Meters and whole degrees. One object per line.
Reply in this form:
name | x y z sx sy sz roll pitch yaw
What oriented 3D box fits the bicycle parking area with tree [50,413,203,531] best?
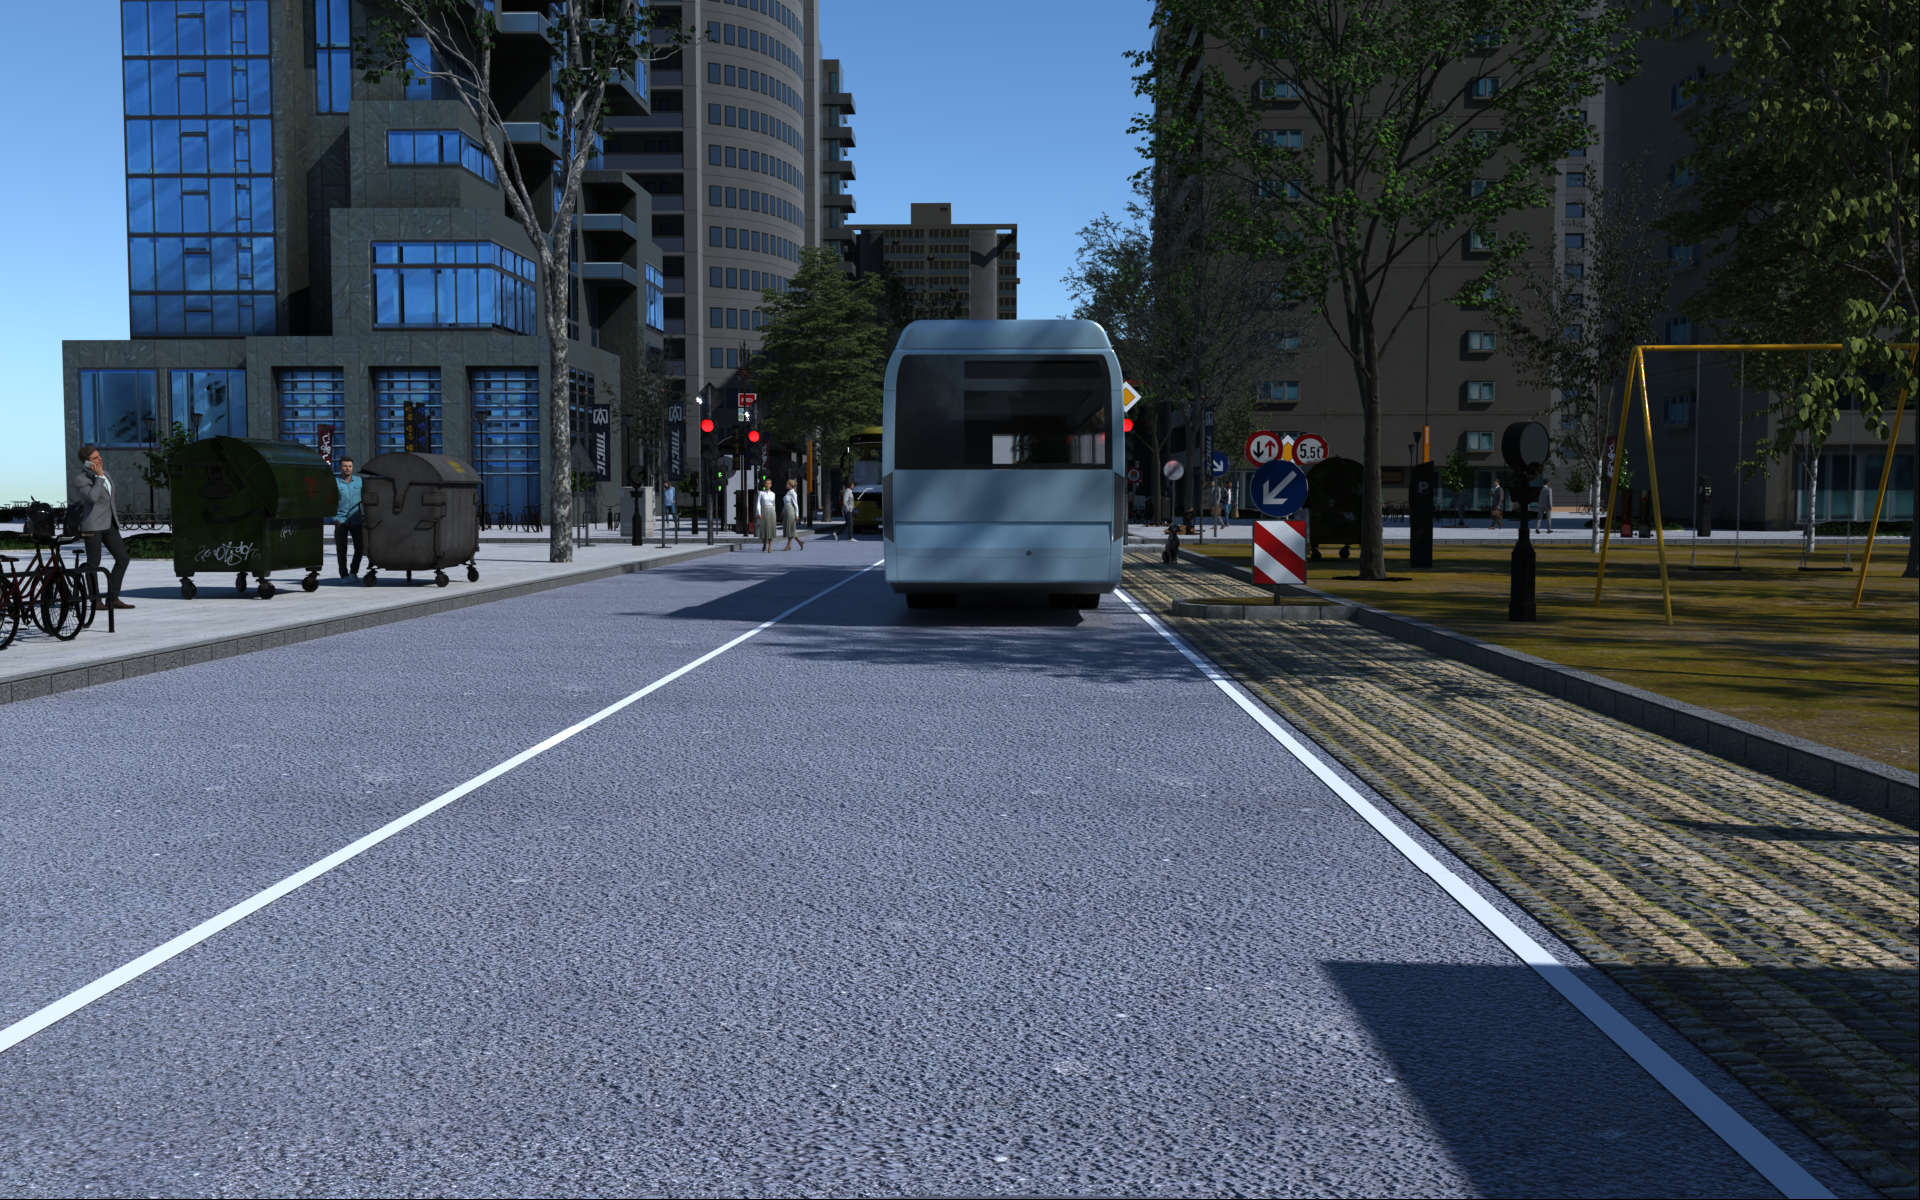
bicycle parking area with tree | -28.728 -4.690 63.677 9.016 4.147 8.231 -2 4 -29

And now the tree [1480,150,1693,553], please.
tree | 13.699 -5.333 37.554 4.360 8.622 3.978 0 3 0

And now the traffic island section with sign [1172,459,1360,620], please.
traffic island section with sign | 3.551 -0.728 20.529 1.989 1.847 2.006 0 4 2

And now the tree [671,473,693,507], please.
tree | -18.487 -7.451 116.421 1.663 3.219 1.824 0 3 0

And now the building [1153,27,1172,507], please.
building | 24.332 -28.853 155.339 14.154 41.232 14.086 0 4 2

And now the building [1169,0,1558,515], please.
building | 25.613 -30.006 114.306 21.300 48.544 21.600 0 4 2

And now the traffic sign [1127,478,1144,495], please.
traffic sign | 8.404 -5.088 83.196 0.884 2.594 0.081 0 4 4

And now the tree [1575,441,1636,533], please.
tree | 21.804 -3.840 57.388 1.663 3.219 1.824 0 3 0

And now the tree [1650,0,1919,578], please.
tree | 14.805 -6.635 26.604 7.486 12.596 7.792 0 3 0

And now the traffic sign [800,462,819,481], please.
traffic sign | -5.906 -4.134 67.695 0.768 2.556 0.104 0 4 7

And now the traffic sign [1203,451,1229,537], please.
traffic sign | 7.579 -3.134 51.339 0.768 2.556 0.104 1 4 11

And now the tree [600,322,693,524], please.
tree | -13.092 -7.530 73.474 4.360 8.622 3.978 0 3 0

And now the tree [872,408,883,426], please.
tree | -5.209 -10.011 114.044 4.360 8.622 3.978 0 3 0

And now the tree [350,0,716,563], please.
tree | -8.832 -10.808 32.600 12.611 20.169 13.585 0 3 0

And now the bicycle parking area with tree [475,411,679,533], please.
bicycle parking area with tree | -14.275 -4.544 61.300 8.231 4.147 9.016 -1 4 -13

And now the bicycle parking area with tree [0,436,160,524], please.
bicycle parking area with tree | -47.247 -6.137 87.337 8.231 4.147 9.016 1 4 20

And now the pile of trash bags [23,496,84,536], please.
pile of trash bags | -28.103 -2.618 52.563 3.447 1.369 1.912 -1 4 -17

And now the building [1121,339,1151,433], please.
building | 22.434 -23.624 231.293 28.899 21.520 27.650 0 4 2

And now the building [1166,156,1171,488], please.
building | 23.779 -22.623 141.594 14.160 30.474 14.107 0 4 2

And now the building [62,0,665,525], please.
building | -26.882 -47.169 83.886 22.319 86.520 31.000 0 4 2

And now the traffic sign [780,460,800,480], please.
traffic sign | -6.423 -3.986 65.271 0.768 2.556 0.104 0 4 4

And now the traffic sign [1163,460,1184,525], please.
traffic sign | 8.027 -3.978 65.139 0.768 2.556 0.104 1 4 8

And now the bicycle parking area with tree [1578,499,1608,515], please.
bicycle parking area with tree | 42.177 -7.164 104.135 9.016 4.147 8.231 1 4 16

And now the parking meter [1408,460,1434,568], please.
parking meter | 8.033 -1.497 30.195 0.399 1.863 0.255 0 4 7

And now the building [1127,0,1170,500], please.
building | 28.250 -52.825 176.362 22.319 86.520 31.000 0 4 2

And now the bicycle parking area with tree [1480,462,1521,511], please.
bicycle parking area with tree | 28.585 -6.871 99.341 8.231 4.147 9.016 2 4 35

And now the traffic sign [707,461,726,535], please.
traffic sign | -7.638 -3.195 54.373 0.606 2.300 0.079 0 4 7

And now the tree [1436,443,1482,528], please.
tree | 18.905 -4.339 65.542 1.663 3.219 1.824 0 3 0

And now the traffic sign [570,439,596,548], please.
traffic sign | -9.008 -2.499 40.868 0.884 2.594 0.081 0 4 8

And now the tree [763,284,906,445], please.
tree | -5.896 -11.613 100.242 12.009 13.543 11.850 0 3 0

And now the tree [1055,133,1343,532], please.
tree | 7.891 -9.078 58.788 12.009 13.543 11.850 0 3 0

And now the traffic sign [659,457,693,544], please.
traffic sign | -7.286 -2.716 44.416 0.884 2.594 0.081 1 4 9

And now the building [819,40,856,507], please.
building | -26.505 -34.397 181.996 30.456 49.044 23.786 0 4 2

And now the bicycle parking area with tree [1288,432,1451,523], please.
bicycle parking area with tree | 18.471 -5.690 80.028 8.231 4.147 9.016 1 4 16

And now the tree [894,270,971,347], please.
tree | -4.386 -17.250 137.933 12.611 20.169 13.585 0 3 0

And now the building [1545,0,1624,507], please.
building | 69.311 -39.067 180.750 28.212 58.520 21.231 0 4 2

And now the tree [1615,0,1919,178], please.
tree | 6.404 -3.730 11.353 4.737 8.622 4.395 0 3 0

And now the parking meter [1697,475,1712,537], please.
parking meter | 22.387 -2.835 52.058 0.255 1.863 0.399 0 4 -5

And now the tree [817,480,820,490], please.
tree | -10.758 -7.863 123.162 1.663 3.219 1.824 0 3 0

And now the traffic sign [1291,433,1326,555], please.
traffic sign | 7.326 -2.214 36.307 0.768 2.556 0.104 1 4 10

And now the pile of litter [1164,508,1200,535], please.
pile of litter | 7.028 -2.499 54.824 1.176 0.858 1.719 0 4 7

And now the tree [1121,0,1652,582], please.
tree | 5.981 -6.100 25.498 9.928 11.665 9.643 0 3 0

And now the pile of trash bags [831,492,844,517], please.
pile of trash bags | -6.461 -5.316 96.671 1.912 1.369 3.447 0 4 -2

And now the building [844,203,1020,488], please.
building | -3.934 -33.157 233.991 23.993 40.220 32.217 0 4 2

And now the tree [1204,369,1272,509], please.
tree | 16.353 -9.286 102.185 4.737 8.622 4.395 0 3 0

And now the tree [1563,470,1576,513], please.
tree | 41.391 -7.457 116.523 1.663 3.219 1.824 0 3 0

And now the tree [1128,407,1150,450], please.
tree | 8.821 -11.276 118.770 8.767 10.594 7.601 0 4 6

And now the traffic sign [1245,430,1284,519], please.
traffic sign | 6.021 -2.094 34.351 0.768 2.556 0.104 0 4 6

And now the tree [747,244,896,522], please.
tree | -6.254 -9.876 79.602 7.486 12.596 7.792 0 3 0

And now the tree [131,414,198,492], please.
tree | -18.702 -2.878 41.656 1.663 3.219 1.824 0 3 0

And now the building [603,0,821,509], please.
building | -23.348 -36.600 140.414 21.231 58.520 28.212 0 4 2

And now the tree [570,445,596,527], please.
tree | -15.269 -4.486 67.953 1.663 3.219 1.824 0 3 0

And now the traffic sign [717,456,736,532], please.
traffic sign | -7.889 -3.559 58.290 0.768 2.556 0.104 0 4 8

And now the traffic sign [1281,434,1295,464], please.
traffic sign | 7.238 -2.352 38.193 0.795 2.593 0.064 1 4 9

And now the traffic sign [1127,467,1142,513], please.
traffic sign | 8.193 -4.991 81.703 0.768 2.556 0.104 0 4 4

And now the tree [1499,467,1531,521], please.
tree | 26.996 -5.428 83.343 1.663 3.219 1.824 0 3 0

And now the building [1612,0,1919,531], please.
building | 38.412 -27.194 68.330 21.600 48.544 21.300 0 4 2
